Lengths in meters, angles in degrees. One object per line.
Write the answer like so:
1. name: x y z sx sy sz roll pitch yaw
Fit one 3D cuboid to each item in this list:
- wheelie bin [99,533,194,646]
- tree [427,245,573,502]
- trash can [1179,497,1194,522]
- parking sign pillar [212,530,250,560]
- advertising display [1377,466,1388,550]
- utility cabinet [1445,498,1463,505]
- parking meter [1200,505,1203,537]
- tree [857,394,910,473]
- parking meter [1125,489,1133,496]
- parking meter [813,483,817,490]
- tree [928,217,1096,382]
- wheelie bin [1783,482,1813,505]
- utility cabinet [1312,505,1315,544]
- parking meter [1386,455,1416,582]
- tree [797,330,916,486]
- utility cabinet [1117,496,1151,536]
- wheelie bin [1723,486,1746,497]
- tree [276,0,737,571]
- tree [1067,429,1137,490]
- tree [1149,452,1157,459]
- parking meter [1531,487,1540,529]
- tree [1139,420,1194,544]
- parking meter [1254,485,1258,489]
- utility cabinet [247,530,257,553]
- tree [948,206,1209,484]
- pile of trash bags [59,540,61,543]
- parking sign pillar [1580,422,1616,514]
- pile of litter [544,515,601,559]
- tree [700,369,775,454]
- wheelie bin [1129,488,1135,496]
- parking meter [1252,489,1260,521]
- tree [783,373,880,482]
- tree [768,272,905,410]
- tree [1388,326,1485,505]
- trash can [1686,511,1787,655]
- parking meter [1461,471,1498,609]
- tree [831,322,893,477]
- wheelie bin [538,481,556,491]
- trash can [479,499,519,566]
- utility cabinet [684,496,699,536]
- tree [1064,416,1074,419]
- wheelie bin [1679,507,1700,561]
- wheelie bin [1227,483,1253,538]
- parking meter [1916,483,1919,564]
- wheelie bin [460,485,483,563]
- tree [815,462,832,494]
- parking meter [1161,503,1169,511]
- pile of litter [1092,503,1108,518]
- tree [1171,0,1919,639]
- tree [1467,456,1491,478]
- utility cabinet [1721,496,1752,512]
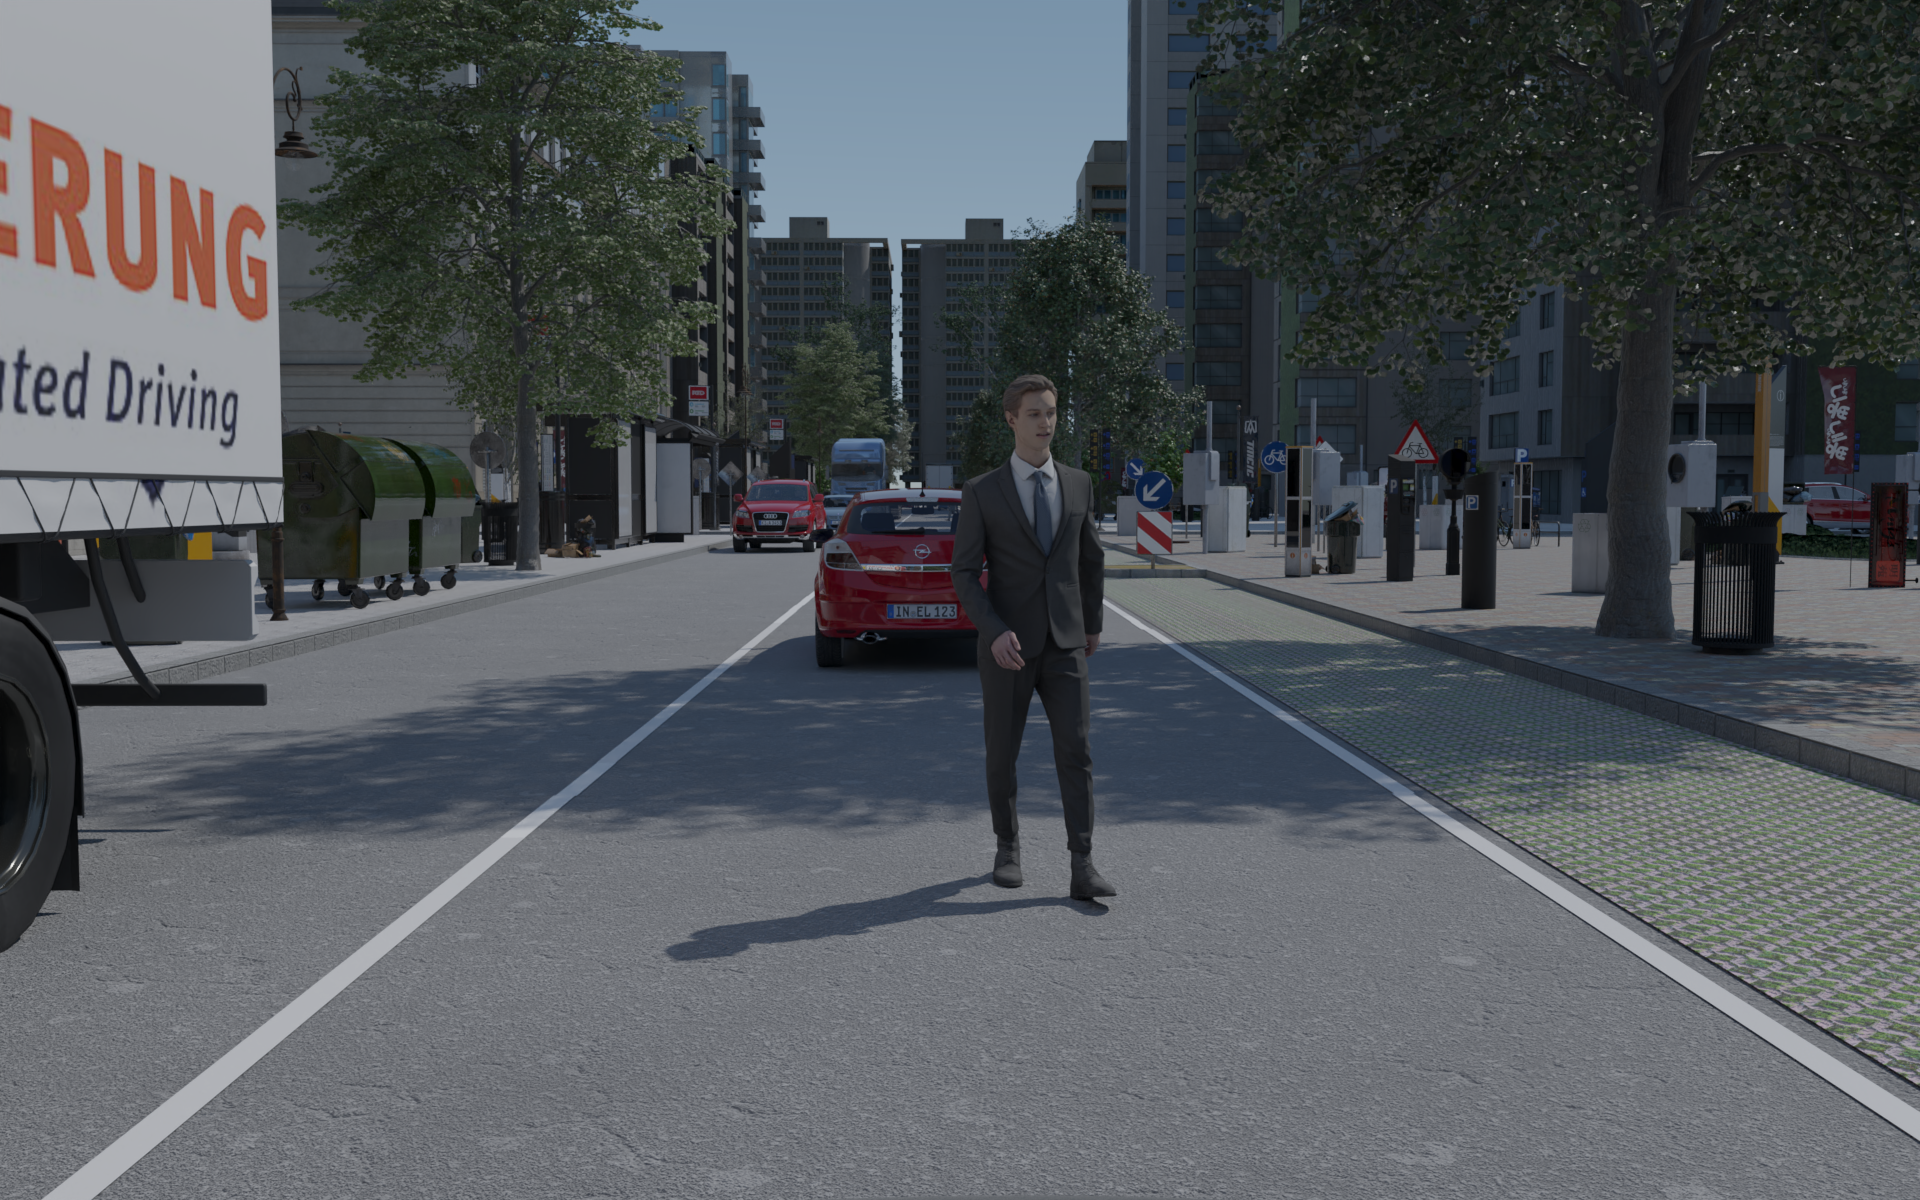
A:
1. wheelie bin: -7.027 -0.425 14.863 0.980 1.594 0.693 -1 4 -14
2. tree: -13.402 -6.145 50.832 4.360 8.622 3.978 0 3 0
3. trash can: 10.391 -4.135 79.257 0.748 1.137 0.748 0 3 0
4. parking sign pillar: -14.544 -2.751 33.454 1.447 3.967 1.447 0 4 -1
5. advertising display: 9.951 -2.115 39.786 0.123 1.923 0.974 -2 4 -27
6. utility cabinet: 25.270 -4.718 88.298 1.020 1.237 0.306 2 4 25
7. parking meter: 7.341 -2.635 51.489 0.372 1.533 0.369 0 3 0
8. tree: -10.535 -17.274 192.798 12.009 13.543 11.850 0 3 0
9. parking meter: 7.875 -4.423 80.725 0.372 1.533 0.369 0 3 0
10. parking meter: -7.673 -5.206 90.834 0.255 1.863 0.399 1 4 19
11. tree: 4.064 -16.241 121.433 12.611 20.169 13.585 0 3 0
12. wheelie bin: 21.803 -2.293 45.393 0.980 1.594 0.693 2 4 26
13. utility cabinet: 8.818 -2.199 44.636 0.318 1.500 1.173 0 4 -6
14. parking meter: 6.487 -1.209 25.474 0.255 1.863 0.399 -1 4 -20
15. tree: -8.985 -14.032 136.072 9.857 13.997 8.962 0 3 0
16. utility cabinet: 5.345 -2.572 53.212 1.020 1.237 0.306 0 4 -2
17. wheelie bin: 30.018 -3.620 67.097 0.693 1.594 0.980 -2 4 -33
18. tree: -7.628 -6.786 29.071 7.486 12.596 7.792 0 3 0
19. tree: 5.490 -5.825 78.949 4.285 4.588 4.351 0 3 0
20. tree: 12.509 -7.818 111.534 4.285 4.588 4.351 0 3 0
21. parking meter: 21.276 -3.406 64.100 0.372 1.533 0.369 0 3 0
22. tree: 5.393 -3.101 45.303 1.663 3.219 1.824 0 3 0
23. parking meter: 18.736 -6.330 109.210 0.399 1.863 0.255 2 4 27
24. utility cabinet: -15.622 -1.605 37.400 0.306 1.237 1.020 3 5 44
25. tree: 4.766 -9.326 69.486 9.611 12.733 9.660 0 3 0
26. pile of trash bags: -11.773 -0.693 21.078 1.912 1.369 3.447 0 4 -6
27. parking sign pillar: 22.893 -4.489 61.869 1.447 3.967 1.447 -1 4 -9
28. pile of litter: -7.858 -1.299 35.198 1.176 0.858 1.719 0 4 -3
29. tree: -13.058 -9.241 101.456 4.360 8.622 3.978 0 3 0
30. wheelie bin: 9.264 -5.167 92.388 0.980 1.594 0.693 2 4 34
31. parking meter: 14.092 -4.533 82.532 0.372 1.533 0.369 0 3 0
32. tree: -9.060 -11.565 123.505 7.601 10.594 8.767 -2 4 -35
33. tree: -10.875 -18.023 150.565 12.611 20.169 13.585 0 3 0
34. tree: 20.369 -7.638 75.249 4.360 8.622 3.978 0 3 0
35. trash can: 6.244 -0.141 13.967 0.748 1.137 0.748 0 3 0
36. parking meter: 5.817 -0.672 19.393 0.372 1.533 0.369 0 3 0
37. tree: -8.238 -11.951 113.532 7.486 12.596 7.792 0 3 0
38. wheelie bin: -10.442 -2.170 43.385 0.693 1.594 0.980 0 4 1
39. trash can: -8.248 -1.189 31.099 0.748 1.137 0.748 0 3 0
40. utility cabinet: -8.607 -2.598 53.637 1.020 1.237 0.306 -2 4 -26
41. tree: 4.653 -9.158 100.093 4.737 8.622 4.395 0 3 0
42. wheelie bin: 14.001 -1.571 33.586 0.693 1.594 0.980 2 4 34
43. wheelie bin: 8.134 -2.641 51.095 0.980 1.594 0.693 -1 4 -22
44. parking meter: 17.660 -1.415 31.553 0.372 1.533 0.369 0 3 0
45. wheelie bin: -9.321 -1.489 32.255 0.980 1.594 0.693 2 4 28
46. tree: -8.338 -6.735 104.726 1.663 3.219 1.824 0 3 0
47. parking meter: 10.647 -4.983 89.884 0.372 1.533 0.369 0 3 0
48. pile of litter: 7.454 -4.915 94.329 1.176 0.858 1.719 0 4 4
49. tree: 6.231 -6.644 15.279 9.857 13.997 8.962 0 3 0
50. tree: 25.722 -5.599 86.148 1.663 3.219 1.824 0 3 0
51. utility cabinet: 21.638 -2.271 48.297 1.020 1.237 0.306 -2 4 -34
